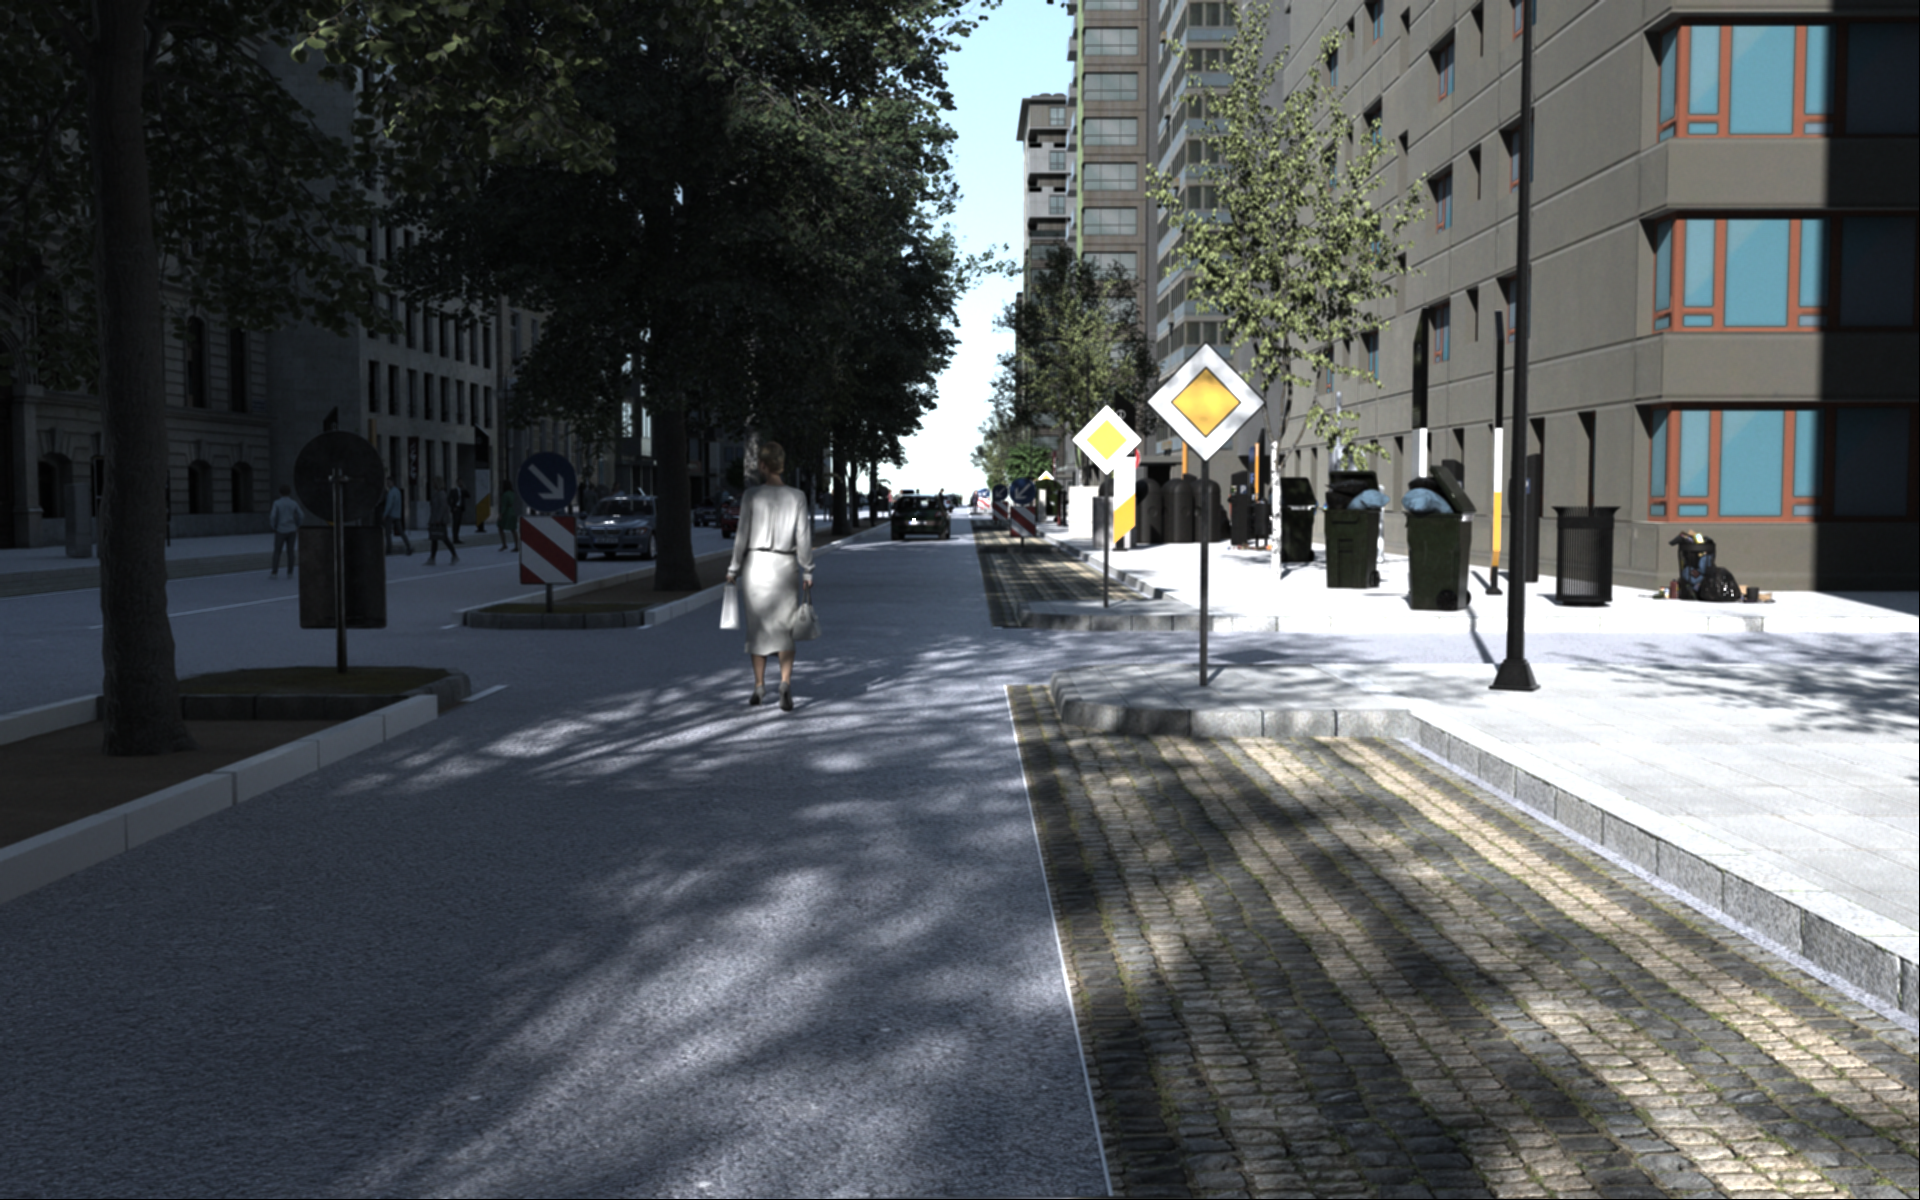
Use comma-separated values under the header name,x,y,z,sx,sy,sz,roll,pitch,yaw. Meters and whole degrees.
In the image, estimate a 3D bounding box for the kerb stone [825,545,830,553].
name,x,y,z,sx,sy,sz,roll,pitch,yaw
kerb stone,-3.313,-1.201,41.893,0.120,0.150,1.000,0,4,0

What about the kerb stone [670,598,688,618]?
name,x,y,z,sx,sy,sz,roll,pitch,yaw
kerb stone,-3.369,0.111,20.385,0.120,0.150,1.000,0,4,0

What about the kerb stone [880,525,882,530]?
name,x,y,z,sx,sy,sz,roll,pitch,yaw
kerb stone,-3.232,-2.771,67.518,0.120,0.150,1.000,0,4,0

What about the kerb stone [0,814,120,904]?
name,x,y,z,sx,sy,sz,roll,pitch,yaw
kerb stone,-3.409,0.963,6.444,0.120,0.150,1.000,0,4,0

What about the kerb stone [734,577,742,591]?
name,x,y,z,sx,sy,sz,roll,pitch,yaw
kerb stone,-3.358,-0.203,25.507,0.120,0.150,1.000,0,4,0

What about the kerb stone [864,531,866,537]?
name,x,y,z,sx,sy,sz,roll,pitch,yaw
kerb stone,-3.265,-2.136,57.272,0.120,0.150,1.000,0,4,0

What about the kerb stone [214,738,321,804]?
name,x,y,z,sx,sy,sz,roll,pitch,yaw
kerb stone,-3.400,0.837,8.504,0.120,0.150,1.000,0,4,0

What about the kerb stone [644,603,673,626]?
name,x,y,z,sx,sy,sz,roll,pitch,yaw
kerb stone,-3.378,0.174,19.357,0.120,0.150,1.000,0,4,0

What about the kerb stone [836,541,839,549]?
name,x,y,z,sx,sy,sz,roll,pitch,yaw
kerb stone,-3.303,-1.390,44.965,0.120,0.150,1.000,0,4,0

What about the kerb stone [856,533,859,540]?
name,x,y,z,sx,sy,sz,roll,pitch,yaw
kerb stone,-3.278,-1.894,53.178,0.120,0.150,1.000,0,4,0

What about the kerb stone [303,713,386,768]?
name,x,y,z,sx,sy,sz,roll,pitch,yaw
kerb stone,-3.402,0.775,9.532,0.120,0.150,1.000,0,4,0

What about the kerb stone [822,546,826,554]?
name,x,y,z,sx,sy,sz,roll,pitch,yaw
kerb stone,-3.319,-1.140,40.868,0.120,0.150,1.000,0,4,0

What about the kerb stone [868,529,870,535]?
name,x,y,z,sx,sy,sz,roll,pitch,yaw
kerb stone,-3.270,-2.271,59.332,0.120,0.150,1.000,0,4,0

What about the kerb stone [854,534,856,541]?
name,x,y,z,sx,sy,sz,roll,pitch,yaw
kerb stone,-3.288,-1.832,52.148,0.120,0.150,1.000,0,4,0

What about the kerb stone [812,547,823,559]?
name,x,y,z,sx,sy,sz,roll,pitch,yaw
kerb stone,-3.314,-1.071,39.847,0.120,0.150,1.000,0,4,0

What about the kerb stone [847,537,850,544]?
name,x,y,z,sx,sy,sz,roll,pitch,yaw
kerb stone,-3.290,-1.644,49.068,0.120,0.150,1.000,0,4,0

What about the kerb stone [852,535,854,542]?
name,x,y,z,sx,sy,sz,roll,pitch,yaw
kerb stone,-3.285,-1.766,51.126,0.120,0.150,1.000,0,4,0

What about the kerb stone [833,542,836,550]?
name,x,y,z,sx,sy,sz,roll,pitch,yaw
kerb stone,-3.308,-1.330,43.943,0.120,0.150,1.000,0,4,0

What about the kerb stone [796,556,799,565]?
name,x,y,z,sx,sy,sz,roll,pitch,yaw
kerb stone,-3.325,-0.890,36.778,0.120,0.150,1.000,0,4,0

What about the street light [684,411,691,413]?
name,x,y,z,sx,sy,sz,roll,pitch,yaw
street light,-15.635,-7.580,96.468,1.470,5.913,1.316,0,4,0

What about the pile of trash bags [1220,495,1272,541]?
name,x,y,z,sx,sy,sz,roll,pitch,yaw
pile of trash bags,7.885,-2.418,49.287,1.912,1.369,3.447,0,4,5

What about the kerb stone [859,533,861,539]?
name,x,y,z,sx,sy,sz,roll,pitch,yaw
kerb stone,-3.276,-1.954,54.206,0.120,0.150,1.000,0,4,0

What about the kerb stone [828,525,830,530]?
name,x,y,z,sx,sy,sz,roll,pitch,yaw
kerb stone,-5.342,-2.835,68.547,0.120,0.150,1.000,0,4,0

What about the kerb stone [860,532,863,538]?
name,x,y,z,sx,sy,sz,roll,pitch,yaw
kerb stone,-3.267,-2.020,55.228,0.120,0.150,1.000,0,4,0

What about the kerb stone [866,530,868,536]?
name,x,y,z,sx,sy,sz,roll,pitch,yaw
kerb stone,-3.266,-2.208,58.303,0.120,0.150,1.000,0,4,0

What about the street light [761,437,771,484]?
name,x,y,z,sx,sy,sz,roll,pitch,yaw
street light,-15.447,-10.220,139.633,1.470,5.913,1.316,0,4,0

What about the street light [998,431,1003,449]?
name,x,y,z,sx,sy,sz,roll,pitch,yaw
street light,3.492,-9.464,127.277,1.470,5.913,1.316,0,4,0

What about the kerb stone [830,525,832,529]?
name,x,y,z,sx,sy,sz,roll,pitch,yaw
kerb stone,-5.328,-2.897,69.569,0.120,0.150,1.000,0,4,0

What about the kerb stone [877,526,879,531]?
name,x,y,z,sx,sy,sz,roll,pitch,yaw
kerb stone,-3.248,-2.647,65.467,0.120,0.150,1.000,0,4,0

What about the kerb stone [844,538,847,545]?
name,x,y,z,sx,sy,sz,roll,pitch,yaw
kerb stone,-3.298,-1.581,48.046,0.120,0.150,1.000,0,4,0

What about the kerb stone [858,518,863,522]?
name,x,y,z,sx,sy,sz,roll,pitch,yaw
kerb stone,-5.273,-4.338,93.125,0.120,0.150,1.000,0,4,0

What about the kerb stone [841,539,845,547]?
name,x,y,z,sx,sy,sz,roll,pitch,yaw
kerb stone,-3.292,-1.518,47.017,0.120,0.150,1.000,0,4,0

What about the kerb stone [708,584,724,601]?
name,x,y,z,sx,sy,sz,roll,pitch,yaw
kerb stone,-3.361,-0.077,23.460,0.120,0.150,1.000,0,4,0

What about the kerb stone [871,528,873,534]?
name,x,y,z,sx,sy,sz,roll,pitch,yaw
kerb stone,-3.252,-2.388,61.379,0.120,0.150,1.000,0,4,0

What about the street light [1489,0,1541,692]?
name,x,y,z,sx,sy,sz,roll,pitch,yaw
street light,3.118,-2.368,11.252,1.470,5.913,1.316,0,4,0

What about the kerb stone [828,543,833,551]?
name,x,y,z,sx,sy,sz,roll,pitch,yaw
kerb stone,-3.308,-1.268,42.921,0.120,0.150,1.000,0,4,0

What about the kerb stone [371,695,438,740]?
name,x,y,z,sx,sy,sz,roll,pitch,yaw
kerb stone,-3.400,0.711,10.566,0.120,0.150,1.000,0,4,0

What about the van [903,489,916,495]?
name,x,y,z,sx,sy,sz,roll,pitch,yaw
van,-6.755,-13.473,224.665,2.240,2.365,5.245,0,4,1

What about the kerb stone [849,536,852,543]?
name,x,y,z,sx,sy,sz,roll,pitch,yaw
kerb stone,-3.293,-1.705,50.096,0.120,0.150,1.000,0,4,0

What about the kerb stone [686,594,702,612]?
name,x,y,z,sx,sy,sz,roll,pitch,yaw
kerb stone,-3.359,0.056,21.414,0.120,0.150,1.000,0,4,0

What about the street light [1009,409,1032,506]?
name,x,y,z,sx,sy,sz,roll,pitch,yaw
street light,3.337,-7.440,94.178,1.470,5.913,1.316,0,4,0

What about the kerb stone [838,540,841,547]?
name,x,y,z,sx,sy,sz,roll,pitch,yaw
kerb stone,-3.310,-1.455,45.987,0.120,0.150,1.000,0,4,0

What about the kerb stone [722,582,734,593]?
name,x,y,z,sx,sy,sz,roll,pitch,yaw
kerb stone,-3.360,-0.140,24.485,0.120,0.150,1.000,0,4,0

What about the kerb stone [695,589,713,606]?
name,x,y,z,sx,sy,sz,roll,pitch,yaw
kerb stone,-3.363,-0.012,22.436,0.120,0.150,1.000,0,4,0

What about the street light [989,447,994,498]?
name,x,y,z,sx,sy,sz,roll,pitch,yaw
street light,3.495,-12.114,170.600,1.470,5.913,1.316,0,4,0

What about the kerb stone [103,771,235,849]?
name,x,y,z,sx,sy,sz,roll,pitch,yaw
kerb stone,-3.411,0.904,7.473,0.120,0.150,1.000,0,4,0

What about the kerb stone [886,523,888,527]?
name,x,y,z,sx,sy,sz,roll,pitch,yaw
kerb stone,-3.221,-3.085,72.643,0.120,0.150,1.000,0,4,0

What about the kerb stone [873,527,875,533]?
name,x,y,z,sx,sy,sz,roll,pitch,yaw
kerb stone,-3.255,-2.459,62.401,0.120,0.150,1.000,0,4,0

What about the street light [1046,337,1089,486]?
name,x,y,z,sx,sy,sz,roll,pitch,yaw
street light,3.248,-4.820,51.340,1.470,5.913,1.316,0,4,0

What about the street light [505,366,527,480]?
name,x,y,z,sx,sy,sz,roll,pitch,yaw
street light,-15.747,-5.486,62.244,1.470,5.913,1.316,0,4,0
